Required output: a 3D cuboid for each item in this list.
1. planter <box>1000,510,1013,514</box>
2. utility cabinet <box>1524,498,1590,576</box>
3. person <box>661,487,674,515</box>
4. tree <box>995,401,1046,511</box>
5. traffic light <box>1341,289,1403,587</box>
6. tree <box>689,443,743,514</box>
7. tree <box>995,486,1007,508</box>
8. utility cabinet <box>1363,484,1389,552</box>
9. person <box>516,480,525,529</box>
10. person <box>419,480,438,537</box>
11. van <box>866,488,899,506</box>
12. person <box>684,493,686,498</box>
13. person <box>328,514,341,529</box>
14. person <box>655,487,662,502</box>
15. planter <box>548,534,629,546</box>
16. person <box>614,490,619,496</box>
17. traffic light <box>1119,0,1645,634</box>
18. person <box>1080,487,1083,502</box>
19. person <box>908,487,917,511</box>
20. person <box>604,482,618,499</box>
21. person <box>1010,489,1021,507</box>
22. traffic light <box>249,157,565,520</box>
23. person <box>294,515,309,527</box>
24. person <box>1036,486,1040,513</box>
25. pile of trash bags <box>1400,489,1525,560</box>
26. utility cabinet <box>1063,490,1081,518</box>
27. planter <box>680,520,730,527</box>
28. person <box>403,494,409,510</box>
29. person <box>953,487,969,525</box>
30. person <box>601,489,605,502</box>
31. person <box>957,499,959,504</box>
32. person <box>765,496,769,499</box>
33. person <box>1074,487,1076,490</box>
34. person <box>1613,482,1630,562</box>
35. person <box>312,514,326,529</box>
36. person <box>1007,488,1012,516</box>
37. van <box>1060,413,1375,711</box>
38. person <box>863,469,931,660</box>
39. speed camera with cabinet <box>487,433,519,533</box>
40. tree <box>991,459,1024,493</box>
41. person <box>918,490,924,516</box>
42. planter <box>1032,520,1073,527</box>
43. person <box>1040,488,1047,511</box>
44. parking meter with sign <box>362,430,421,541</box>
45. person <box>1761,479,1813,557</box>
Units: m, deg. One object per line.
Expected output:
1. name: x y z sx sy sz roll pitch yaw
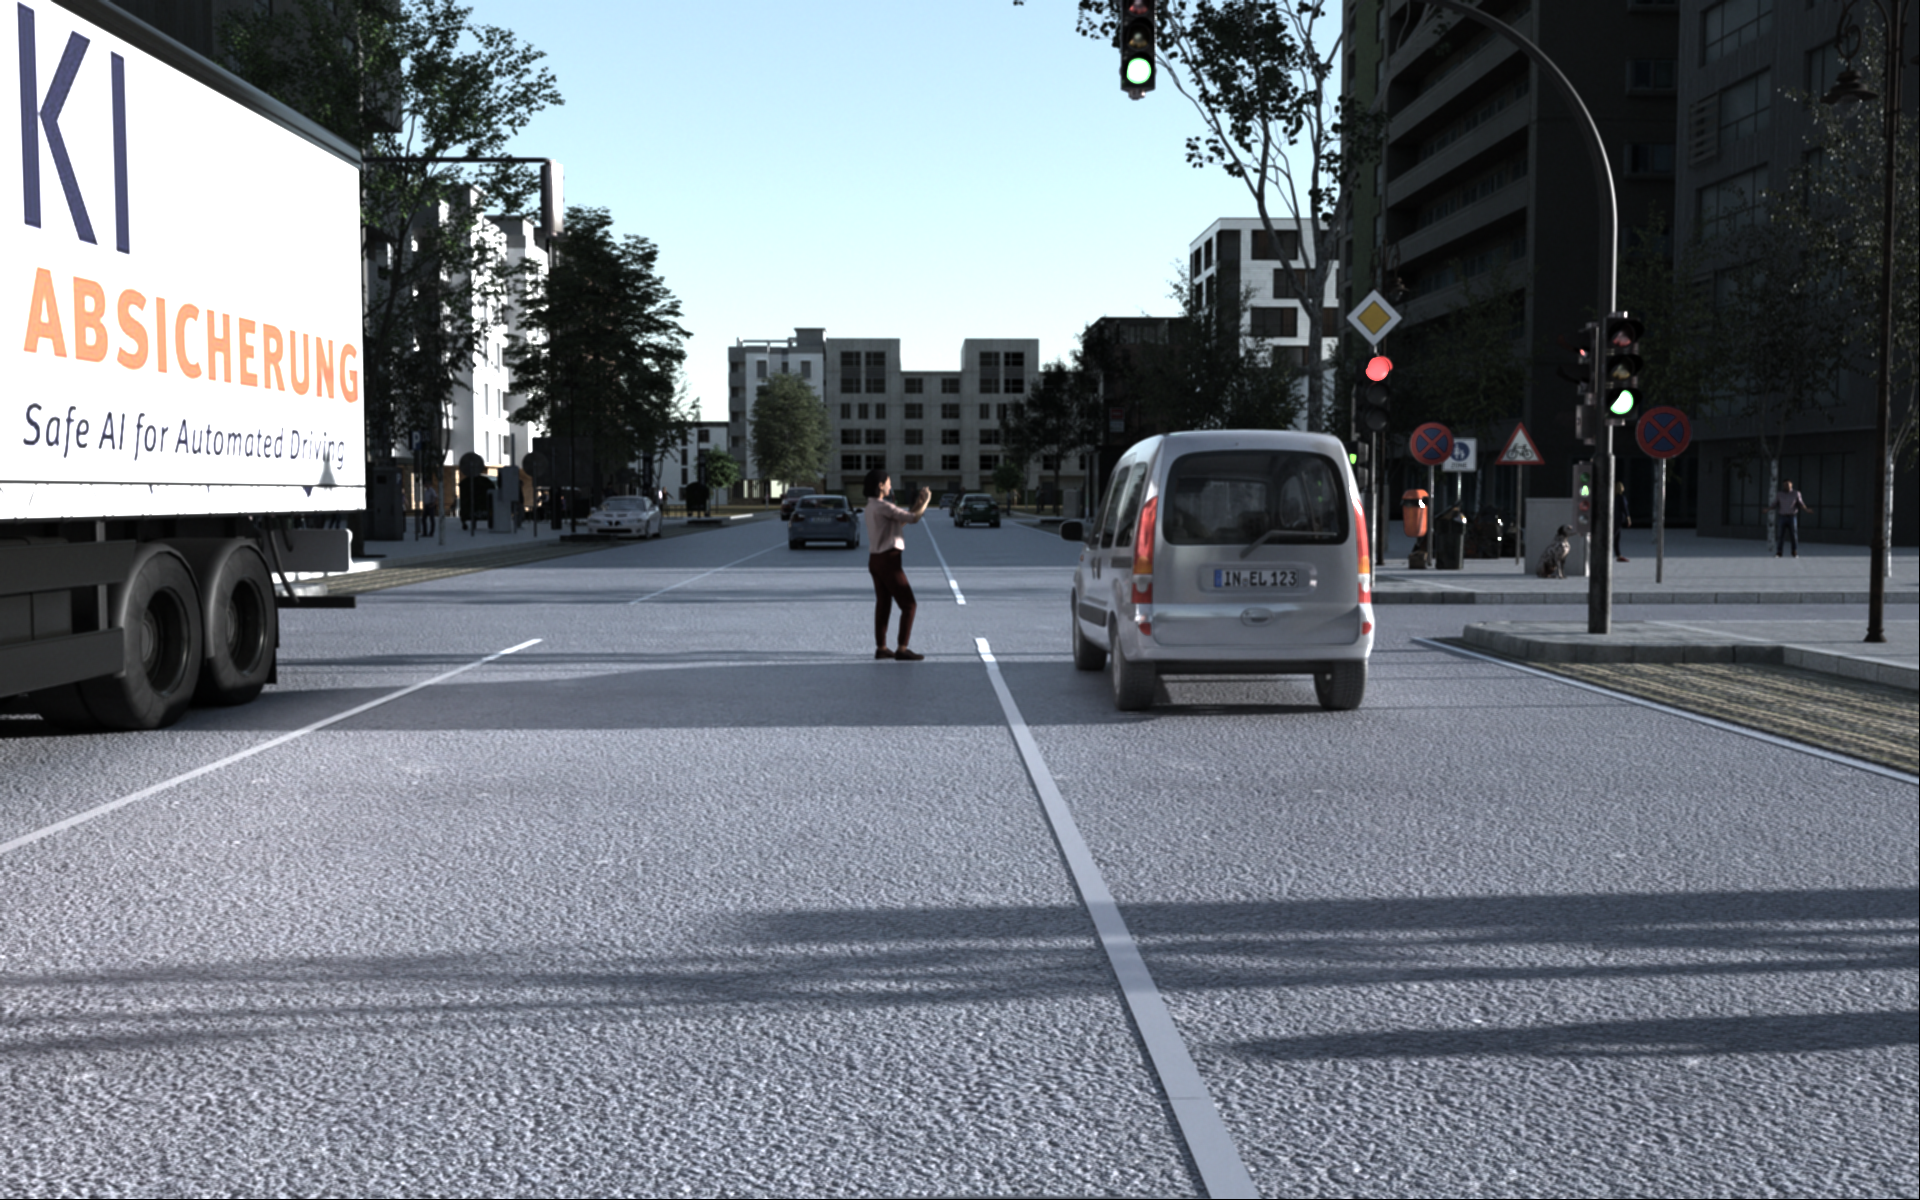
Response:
1. planter: 2.828 -6.398 125.746 1.991 0.319 1.994 0 4 -2
2. utility cabinet: 9.496 -0.996 27.450 1.020 1.237 0.306 3 5 45
3. person: -18.124 -6.093 106.494 1.217 1.723 0.721 -3 5 -40
4. tree: 4.820 -11.091 131.693 4.360 8.622 3.978 0 3 0
5. traffic light: 5.645 -2.137 23.857 0.839 4.253 0.868 0 4 -2
6. tree: -15.640 -7.770 110.761 4.285 4.588 4.351 0 3 0
7. tree: 3.824 -10.454 165.531 1.663 3.219 1.824 0 3 0
8. utility cabinet: 9.090 -1.793 37.996 0.318 1.500 1.173 2 4 32
9. person: -16.233 -3.537 64.006 0.434 1.807 0.598 0 4 3
10. person: -15.930 -2.745 51.859 0.436 1.711 0.756 -3 4 -37
11. van: -4.745 -6.025 105.525 2.013 2.044 4.112 0 4 -3
12. person: -22.111 -8.261 141.199 0.705 1.812 1.348 2 4 33
13. person: -19.165 -2.765 53.216 0.963 1.587 0.435 2 4 29
14. person: -17.581 -5.736 100.766 0.436 1.711 0.756 1 4 9
15. planter: -10.279 -1.654 48.185 1.991 0.319 1.994 0 4 -2
16. person: -18.882 -5.313 95.609 0.600 1.496 0.574 -1 4 -12
17. traffic light: 3.780 -2.508 15.675 4.771 5.953 1.251 0 4 -2
18. person: 8.520 -7.126 122.998 0.683 1.767 0.568 -3 5 -43
19. person: -2.436 -4.868 88.214 0.434 1.807 0.598 -2 4 -24
20. person: -13.718 -3.786 68.400 0.568 1.767 0.683 1 4 19
21. person: 5.451 -10.303 174.503 1.348 1.824 0.705 1 4 11
22. traffic light: -7.781 -2.987 23.501 4.771 5.953 1.251 0 4 -2
23. person: -25.175 -3.685 66.163 0.709 1.838 0.599 0 4 1
24. person: 5.139 -6.656 114.958 0.705 1.814 1.350 0 4 3
25. pile of trash bags: 9.866 -1.523 34.658 1.912 1.369 3.447 3 5 45
26. utility cabinet: 5.907 -5.076 91.671 0.318 1.500 1.173 -2 4 -33
27. planter: -11.033 -3.301 75.118 1.991 0.319 1.994 0 4 -2
28. person: -26.248 -4.476 81.442 0.569 1.553 0.471 -2 4 -30
29. person: 0.158 -4.323 79.732 0.990 1.755 0.434 1 4 18
30. person: -17.321 -4.642 84.414 0.523 1.526 0.387 1 4 8
31. person: 0.069 -4.923 92.903 0.435 1.345 0.340 -1 4 -13
32. person: -18.880 -9.755 168.765 0.599 1.433 0.991 1 4 22
33. person: 9.108 -8.012 137.179 1.348 1.807 0.705 -2 4 -25
34. person: 12.366 -1.478 32.758 0.613 1.512 0.480 -2 4 -26
35. person: -14.761 -1.952 39.821 0.662 1.594 0.647 0 4 8
36. person: 3.199 -6.363 112.613 0.705 1.814 1.350 0 4 -4
37. van: 1.798 -0.357 12.843 2.013 2.044 4.112 0 4 -2
38. person: -0.544 -0.311 15.050 0.566 1.644 0.517 1 4 16
39. speed camera with cabinet: -15.081 -3.839 57.108 0.660 3.252 2.038 -2 4 -28
40. tree: 4.443 -10.802 160.321 4.285 4.588 4.351 0 3 0
41. person: -2.514 -6.322 112.787 0.541 1.710 0.530 -1 4 -12
42. planter: 4.207 -3.370 76.246 1.991 0.319 1.994 0 4 -2
43. person: 6.394 -7.644 131.820 0.742 1.727 0.445 2 4 34
44. parking meter with sign: -15.674 -3.131 47.454 1.738 3.016 0.543 1 4 11
45. person: 16.727 -1.654 35.043 0.963 1.587 0.435 1 4 23
